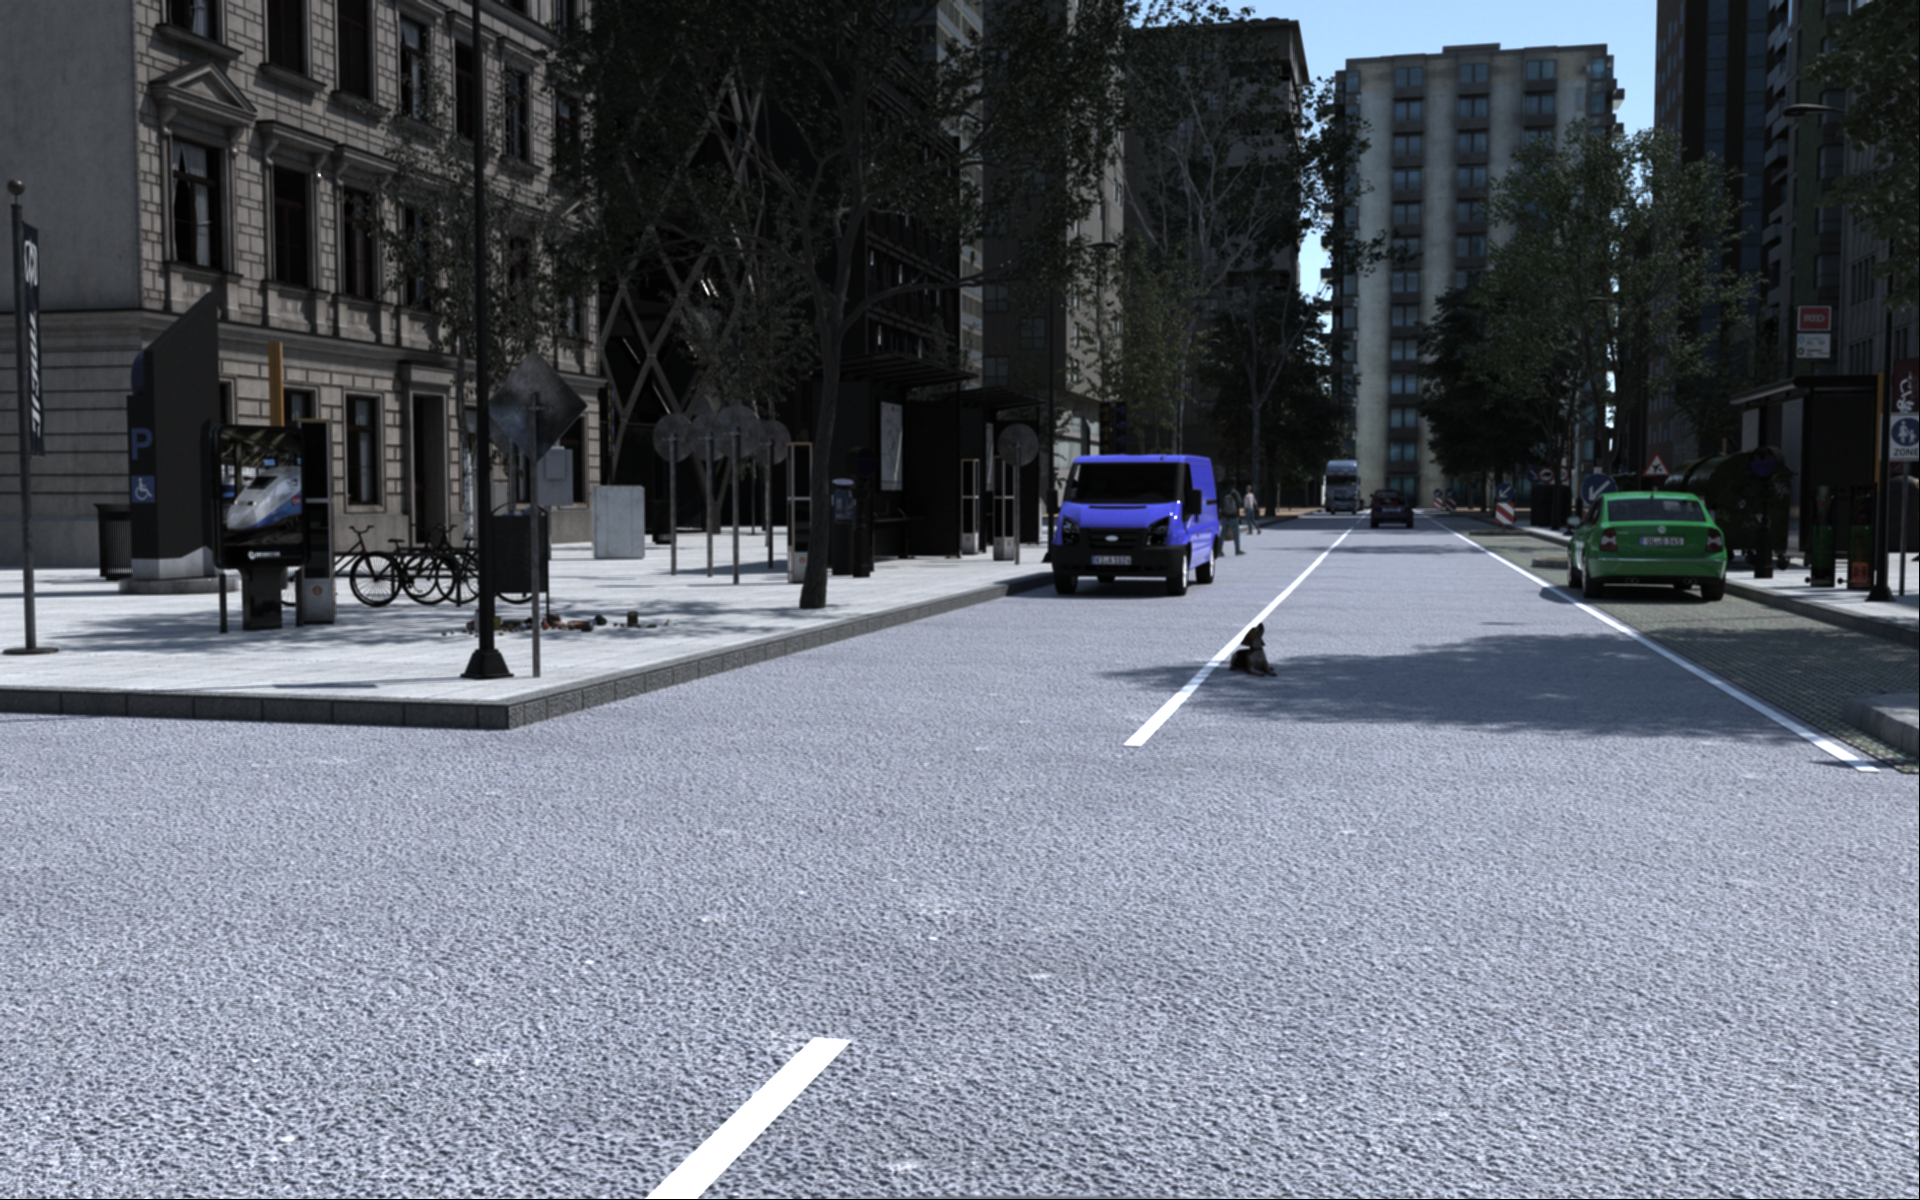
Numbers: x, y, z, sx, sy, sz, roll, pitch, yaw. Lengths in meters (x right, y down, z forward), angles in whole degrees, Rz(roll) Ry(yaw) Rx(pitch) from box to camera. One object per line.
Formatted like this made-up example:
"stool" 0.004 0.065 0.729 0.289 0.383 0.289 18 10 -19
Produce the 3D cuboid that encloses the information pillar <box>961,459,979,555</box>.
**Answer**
"information pillar" 0.212 -1.964 36.605 0.304 2.012 0.304 1 4 18

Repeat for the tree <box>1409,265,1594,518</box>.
"tree" 29.278 -11.465 94.106 9.857 13.997 8.962 0 3 0

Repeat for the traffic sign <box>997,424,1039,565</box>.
"traffic sign" 1.040 -1.914 31.406 0.768 2.556 0.104 1 4 15

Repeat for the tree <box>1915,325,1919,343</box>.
"tree" 29.141 -6.046 49.212 4.737 8.622 4.395 0 3 0

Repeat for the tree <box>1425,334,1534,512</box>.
"tree" 37.407 -12.467 121.964 7.486 12.596 7.792 0 3 0

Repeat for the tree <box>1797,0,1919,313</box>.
"tree" 11.130 -5.952 15.448 7.486 12.596 7.792 0 3 0

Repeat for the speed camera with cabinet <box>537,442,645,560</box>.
"speed camera with cabinet" -7.262 -2.426 34.002 2.038 3.252 0.660 -1 4 -17

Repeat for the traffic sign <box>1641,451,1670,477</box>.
"traffic sign" 21.244 -3.232 52.854 0.884 2.594 0.081 1 4 22

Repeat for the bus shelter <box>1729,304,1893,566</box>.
"bus shelter" 16.808 -3.483 34.579 2.179 5.291 8.768 1 4 14

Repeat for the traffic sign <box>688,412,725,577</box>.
"traffic sign" -3.873 -1.630 26.763 0.768 2.556 0.104 1 4 18

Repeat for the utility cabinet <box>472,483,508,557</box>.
"utility cabinet" -9.439 -1.593 34.723 0.318 1.500 1.173 -3 5 -39

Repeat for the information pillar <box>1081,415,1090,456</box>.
"information pillar" 3.709 -3.671 51.374 0.183 3.616 0.504 -1 4 -21

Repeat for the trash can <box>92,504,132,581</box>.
"trash can" -12.444 -0.860 25.710 0.748 1.137 0.748 0 3 0

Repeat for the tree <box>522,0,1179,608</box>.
"tree" -1.349 -5.173 18.996 7.601 10.594 8.767 1 4 23

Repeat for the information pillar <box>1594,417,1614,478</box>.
"information pillar" 19.655 -3.777 53.104 0.504 3.616 0.183 -1 4 -10

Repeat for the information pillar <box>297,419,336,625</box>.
"information pillar" -6.339 -0.770 17.076 0.304 2.012 0.304 -1 4 -16

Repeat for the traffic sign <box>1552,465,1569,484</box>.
"traffic sign" 26.630 -4.688 76.760 0.768 2.556 0.104 2 4 23

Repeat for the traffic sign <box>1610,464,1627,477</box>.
"traffic sign" 28.157 -4.531 74.193 0.768 2.556 0.104 1 4 20

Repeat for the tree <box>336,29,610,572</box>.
"tree" -7.898 -4.778 28.489 4.360 8.622 3.978 0 3 0

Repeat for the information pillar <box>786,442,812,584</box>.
"information pillar" -2.295 -1.242 24.794 0.304 2.012 0.304 -1 4 -19

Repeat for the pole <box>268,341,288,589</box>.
"pole" -9.160 -1.799 23.264 0.158 3.312 0.155 0 3 0

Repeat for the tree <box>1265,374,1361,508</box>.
"tree" 31.967 -14.855 159.893 9.611 12.733 9.660 0 3 0

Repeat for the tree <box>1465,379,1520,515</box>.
"tree" 31.943 -9.387 103.838 4.737 8.622 4.395 0 3 0

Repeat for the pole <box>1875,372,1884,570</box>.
"pole" 15.440 -2.154 29.062 0.158 3.312 0.155 0 3 0

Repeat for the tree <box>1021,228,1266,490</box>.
"tree" 4.966 -5.920 47.154 4.737 8.622 4.395 0 3 0

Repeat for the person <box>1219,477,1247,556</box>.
"person" 6.154 -1.900 39.552 0.713 1.824 0.794 -2 4 -26

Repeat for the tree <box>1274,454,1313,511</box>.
"tree" 25.254 -9.119 132.816 4.285 4.588 4.351 0 3 0

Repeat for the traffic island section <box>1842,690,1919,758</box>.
"traffic island section" 6.327 0.761 9.840 2.009 0.180 2.903 1 4 14

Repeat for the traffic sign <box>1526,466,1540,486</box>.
"traffic sign" 26.467 -4.873 79.775 0.768 2.556 0.104 1 4 15

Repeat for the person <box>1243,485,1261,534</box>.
"person" 10.416 -3.196 61.434 0.598 1.740 0.731 2 4 33

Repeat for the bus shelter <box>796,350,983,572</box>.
"bus shelter" -1.200 -2.465 31.584 1.731 3.624 6.357 1 4 14

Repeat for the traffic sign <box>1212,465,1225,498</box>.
"traffic sign" 11.107 -4.586 75.083 0.768 2.556 0.104 1 4 16

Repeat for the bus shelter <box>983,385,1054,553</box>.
"bus shelter" 0.787 -3.020 40.664 1.731 3.624 6.357 1 4 14

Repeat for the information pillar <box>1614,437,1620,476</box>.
"information pillar" 27.085 -4.907 71.582 0.183 3.616 0.504 0 4 -6

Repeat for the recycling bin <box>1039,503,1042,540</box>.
"recycling bin" 1.876 -2.213 48.738 0.722 1.027 0.722 1 4 19

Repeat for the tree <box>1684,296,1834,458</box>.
"tree" 30.594 -7.040 65.474 4.737 8.622 4.395 0 3 0

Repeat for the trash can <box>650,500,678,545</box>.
"trash can" -7.543 -1.989 44.170 0.748 1.137 0.748 0 3 0

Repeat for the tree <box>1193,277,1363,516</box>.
"tree" 18.326 -11.905 101.309 9.857 13.997 8.962 0 3 0

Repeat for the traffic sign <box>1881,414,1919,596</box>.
"traffic sign" 11.884 -1.203 21.792 0.606 2.300 0.079 1 4 22

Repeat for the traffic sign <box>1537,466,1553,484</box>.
"traffic sign" 26.876 -4.854 79.472 0.768 2.556 0.104 1 4 20

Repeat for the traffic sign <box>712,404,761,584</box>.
"traffic sign" -3.195 -1.501 24.641 0.768 2.556 0.104 1 4 20

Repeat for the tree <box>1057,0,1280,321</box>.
"tree" 9.187 -12.667 62.994 12.611 20.169 13.585 0 3 0

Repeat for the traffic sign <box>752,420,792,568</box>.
"traffic sign" -3.273 -1.819 29.850 0.768 2.556 0.104 1 4 16

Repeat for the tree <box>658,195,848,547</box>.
"tree" -4.916 -5.609 42.072 4.360 8.622 3.978 0 3 0

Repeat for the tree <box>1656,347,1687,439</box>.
"tree" 32.235 -7.588 74.425 4.737 8.622 4.395 0 3 0

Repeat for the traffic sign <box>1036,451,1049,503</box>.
"traffic sign" 2.335 -3.156 51.703 0.768 2.556 0.104 1 4 14

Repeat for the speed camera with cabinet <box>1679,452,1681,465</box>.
"speed camera with cabinet" 32.894 -5.268 80.462 2.038 3.252 0.660 -1 4 -10

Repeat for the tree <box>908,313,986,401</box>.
"tree" -0.412 -7.317 69.988 4.360 8.622 3.978 0 3 0

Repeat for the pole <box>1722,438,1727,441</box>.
"pole" 27.697 -4.219 62.818 0.158 3.312 0.155 0 3 0

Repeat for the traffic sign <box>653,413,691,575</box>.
"traffic sign" -4.525 -1.663 27.300 0.768 2.556 0.104 1 4 22

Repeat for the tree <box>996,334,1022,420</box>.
"tree" 3.371 -7.855 78.791 4.737 8.622 4.395 0 3 0

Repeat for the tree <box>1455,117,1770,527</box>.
"tree" 17.672 -7.412 46.943 9.928 11.665 9.643 0 3 0

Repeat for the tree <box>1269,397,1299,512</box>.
"tree" 22.060 -10.424 120.797 4.737 8.622 4.395 0 3 0

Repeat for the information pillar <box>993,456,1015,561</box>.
"information pillar" 0.846 -1.763 33.309 0.304 2.012 0.304 -3 5 -40

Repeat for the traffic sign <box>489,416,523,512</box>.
"traffic sign" -5.821 -1.373 22.547 0.768 2.556 0.104 1 4 19
